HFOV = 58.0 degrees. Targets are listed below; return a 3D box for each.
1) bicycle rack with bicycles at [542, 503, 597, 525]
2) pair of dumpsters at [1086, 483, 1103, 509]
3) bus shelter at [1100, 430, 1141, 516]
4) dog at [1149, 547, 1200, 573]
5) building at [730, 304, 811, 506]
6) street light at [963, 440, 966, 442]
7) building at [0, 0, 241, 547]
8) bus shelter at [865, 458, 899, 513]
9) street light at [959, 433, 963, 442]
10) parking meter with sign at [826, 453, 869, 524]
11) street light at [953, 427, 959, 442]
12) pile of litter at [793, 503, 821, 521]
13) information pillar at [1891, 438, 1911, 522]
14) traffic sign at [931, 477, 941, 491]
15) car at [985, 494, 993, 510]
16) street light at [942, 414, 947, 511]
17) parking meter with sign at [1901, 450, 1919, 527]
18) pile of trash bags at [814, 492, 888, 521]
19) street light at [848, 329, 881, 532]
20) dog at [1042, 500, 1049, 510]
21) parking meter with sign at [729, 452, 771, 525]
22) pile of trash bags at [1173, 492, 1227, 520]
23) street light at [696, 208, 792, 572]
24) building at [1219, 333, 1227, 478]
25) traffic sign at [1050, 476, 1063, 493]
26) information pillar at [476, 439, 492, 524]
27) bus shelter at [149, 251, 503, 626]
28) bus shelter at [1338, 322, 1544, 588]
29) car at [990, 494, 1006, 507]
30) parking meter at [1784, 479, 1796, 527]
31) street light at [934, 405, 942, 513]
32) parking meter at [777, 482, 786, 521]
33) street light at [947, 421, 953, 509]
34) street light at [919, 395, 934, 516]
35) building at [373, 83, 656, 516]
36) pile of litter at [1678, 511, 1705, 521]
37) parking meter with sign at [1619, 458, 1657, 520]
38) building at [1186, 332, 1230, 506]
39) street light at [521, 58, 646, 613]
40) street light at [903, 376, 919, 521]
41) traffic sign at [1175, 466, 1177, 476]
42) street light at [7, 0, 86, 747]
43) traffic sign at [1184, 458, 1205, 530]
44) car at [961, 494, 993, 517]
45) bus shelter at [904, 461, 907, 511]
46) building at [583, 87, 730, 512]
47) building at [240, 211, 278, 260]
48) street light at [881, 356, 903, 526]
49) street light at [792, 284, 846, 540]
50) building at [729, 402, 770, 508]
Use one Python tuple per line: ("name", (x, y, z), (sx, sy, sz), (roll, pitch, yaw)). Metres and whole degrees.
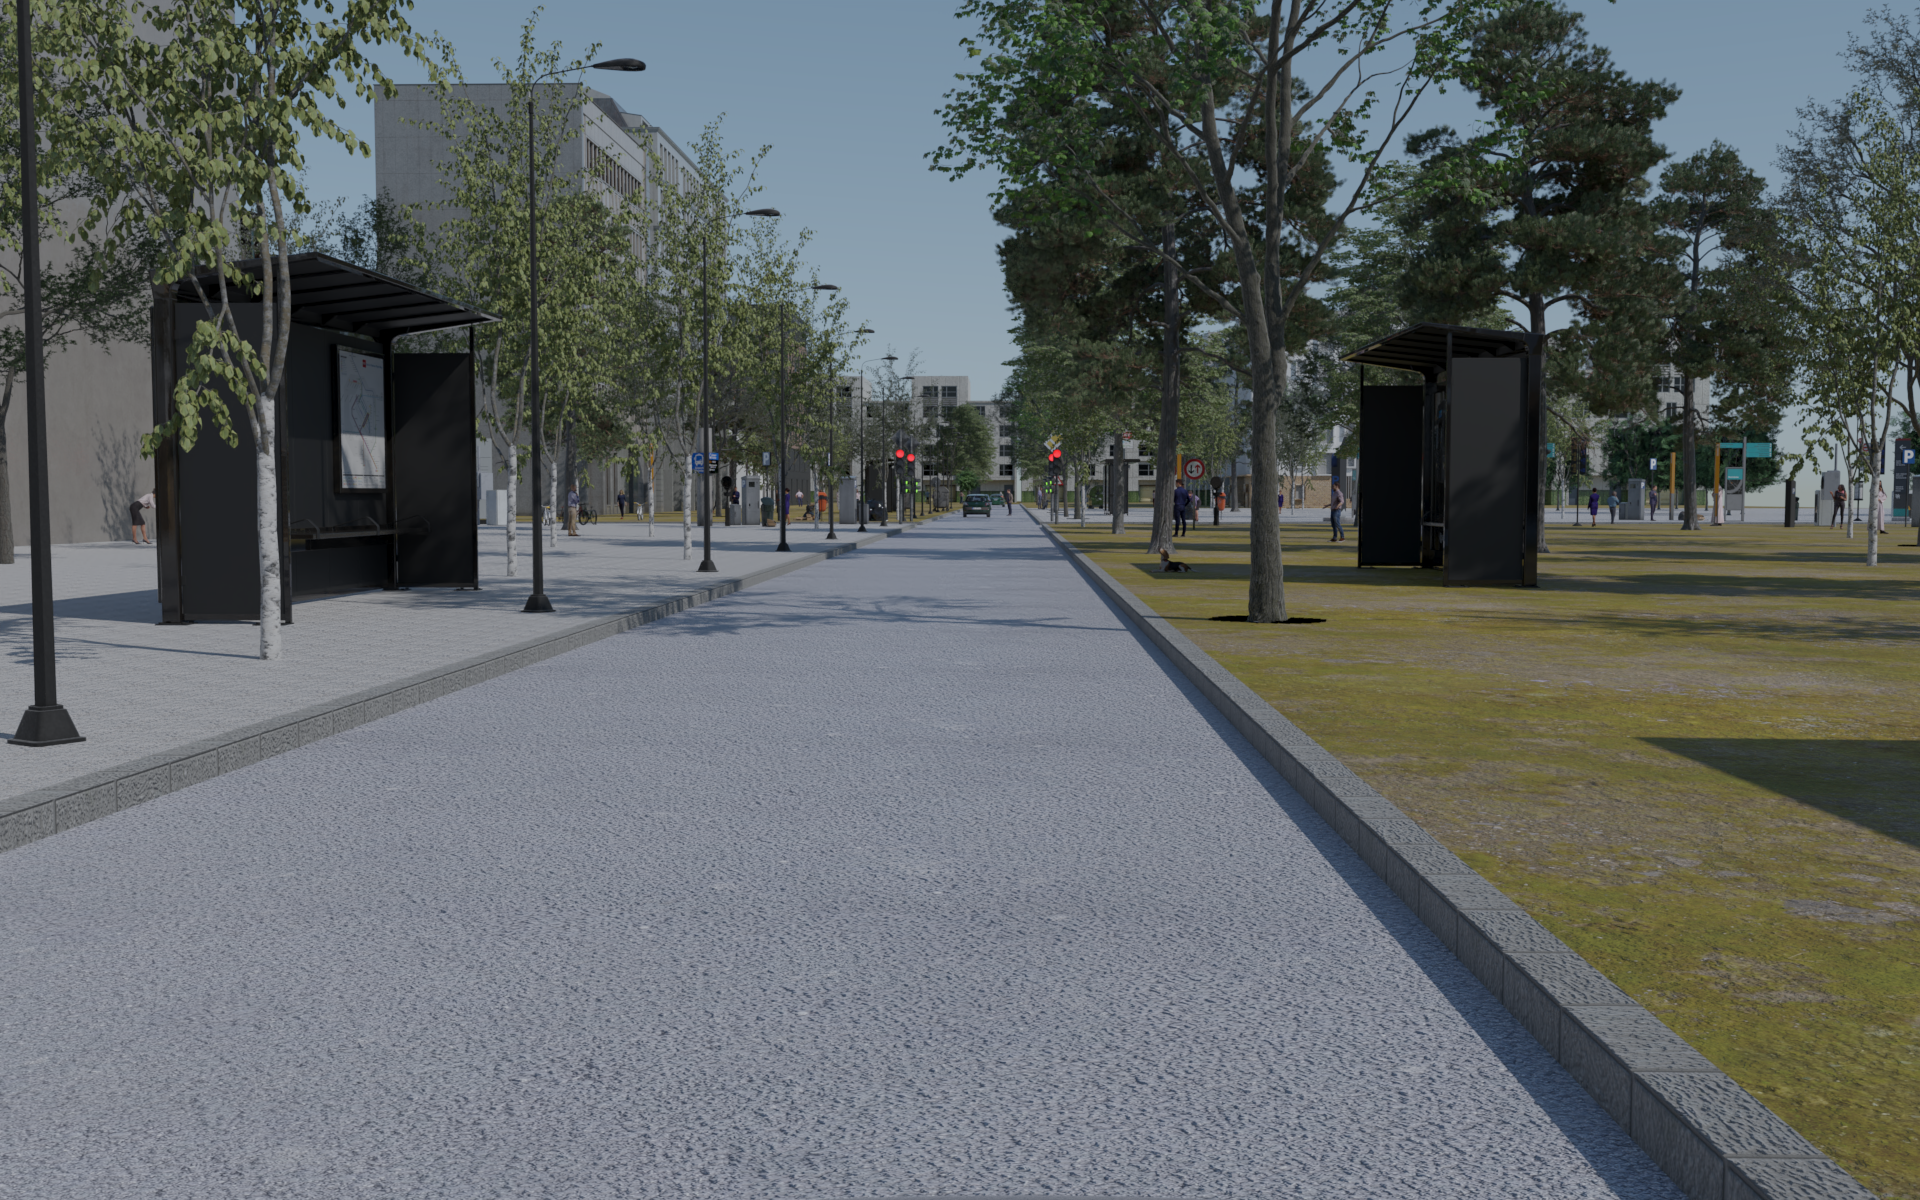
("bicycle rack with bicycles", (-16.150, -3.569, 71.740), (2.852, 0.926, 2.925), (2, 4, 34))
("pair of dumpsters", (11.749, -8.955, 148.902), (1.574, 2.255, 4.436), (0, 4, 1))
("bus shelter", (9.782, -7.906, 106.900), (2.179, 5.291, 8.768), (0, 4, 2))
("dog", (3.513, -0.648, 28.333), (0.748, 0.427, 0.550), (2, 4, 33))
("building", (-34.777, -21.815, 200.652), (32.646, 21.610, 27.936), (0, 4, 2))
("street light", (-0.469, -10.262, 140.319), (1.470, 5.913, 1.316), (0, 4, 2))
("building", (-39.985, -14.730, 45.351), (34.151, 26.468, 19.350), (0, 4, 2))
("bus shelter", (-5.247, -7.618, 115.837), (1.731, 3.624, 6.357), (0, 4, 2))
("street light", (-0.706, -9.648, 130.284), (1.470, 5.913, 1.316), (0, 4, 2))
("parking meter with sign", (-4.743, -4.714, 73.330), (1.738, 3.016, 0.543), (1, 4, 10))
("street light", (-1.005, -9.048, 120.482), (1.470, 5.913, 1.316), (0, 4, 2))
("pile of litter", (-7.477, -4.312, 84.467), (1.176, 0.858, 1.719), (-2, 4, -25))
("information pillar", (43.985, -5.598, 80.900), (0.750, 3.857, 0.750), (2, 4, 26))
("traffic sign", (-1.813, -7.913, 129.485), (0.768, 2.556, 0.104), (0, 4, 5))
("car", (1.939, -8.718, 154.543), (2.014, 1.417, 4.499), (0, 4, 2))
("street light", (-1.650, -7.828, 100.524), (1.470, 5.913, 1.316), (0, 4, 2))
("parking meter with sign", (37.284, -4.332, 67.082), (0.543, 3.016, 1.738), (-1, 4, -11))
("pile of trash bags", (-5.151, -4.404, 81.754), (3.447, 1.369, 1.912), (-1, 4, -11))
("street light", (-3.094, -4.667, 48.846), (1.470, 5.913, 1.316), (0, 4, 2))
("dog", (6.975, -7.837, 142.513), (0.513, 0.831, 0.800), (-2, 4, -28))
("parking meter with sign", (-8.651, -4.595, 71.392), (1.738, 3.016, 0.543), (-3, 4, -38))
("pile of trash bags", (11.521, -4.658, 85.918), (3.447, 1.369, 1.912), (1, 4, 22))
("street light", (-3.623, -3.413, 28.341), (1.470, 5.913, 1.316), (0, 4, 2))
("building", (34.548, -19.515, 175.489), (16.016, 20.091, 11.380), (0, 4, 2))
("traffic sign", (5.677, -6.269, 102.499), (0.884, 2.594, 0.081), (1, 4, 9))
("information pillar", (-20.636, -5.014, 73.295), (1.656, 3.620, 0.184), (0, 4, -2))
("bus shelter", (-6.990, -1.753, 19.937), (1.731, 3.624, 6.357), (0, 4, 2))
("bus shelter", (7.258, -2.169, 26.745), (1.731, 3.624, 6.357), (0, 4, 2))
("car", (4.038, -10.974, 191.228), (2.131, 1.459, 4.920), (0, 4, 3))
("parking meter", (31.928, -3.724, 66.604), (0.399, 1.863, 0.255), (-3, 5, -40))
("street light", (-1.856, -7.234, 90.814), (1.470, 5.913, 1.316), (0, 4, 2))
("parking meter", (-8.466, -4.689, 82.372), (0.399, 1.863, 0.255), (1, 4, 14))
("street light", (-1.363, -8.455, 110.778), (1.470, 5.913, 1.316), (0, 4, 2))
("street light", (-2.121, -6.640, 81.107), (1.470, 5.913, 1.316), (0, 4, 2))
("building", (-27.417, -17.861, 110.047), (12.078, 24.808, 19.932), (0, 4, 2))
("pile of litter", (35.660, -4.295, 84.187), (1.719, 0.858, 1.176), (-1, 4, -13))
("parking meter with sign", (33.352, -5.450, 85.372), (0.543, 3.016, 1.738), (-3, 4, -36))
("building", (35.580, -20.218, 197.017), (16.747, 18.905, 31.486), (0, 4, 2))
("street light", (-4.045, -2.819, 18.638), (1.470, 5.913, 1.316), (0, 4, 2))
("street light", (-2.486, -5.867, 68.474), (1.470, 5.913, 1.316), (0, 4, 2))
("traffic sign", (7.866, -4.027, 65.947), (0.768, 2.556, 0.104), (0, 4, 8))
("street light", (-4.177, -2.214, 8.748), (1.470, 5.913, 1.316), (0, 4, 2))
("traffic sign", (8.369, -3.779, 61.893), (0.768, 2.556, 0.104), (0, 4, 7))
("car", (1.033, -5.977, 107.506), (2.009, 1.686, 4.222), (0, 4, 0))
("bus shelter", (-4.668, -8.292, 126.863), (1.731, 3.624, 6.357), (0, 4, 1))
("building", (-25.777, -21.846, 134.681), (11.434, 29.767, 29.804), (0, 4, 2))
("building", (-49.672, -14.771, 108.959), (16.811, 18.784, 16.820), (0, 4, 2))
("street light", (-2.777, -5.261, 58.552), (1.470, 5.913, 1.316), (0, 4, 2))
("street light", (-3.407, -4.036, 38.528), (1.470, 5.913, 1.316), (0, 4, 2))
("building", (-23.188, -14.031, 171.556), (9.099, 9.664, 28.070), (0, 4, 2))
